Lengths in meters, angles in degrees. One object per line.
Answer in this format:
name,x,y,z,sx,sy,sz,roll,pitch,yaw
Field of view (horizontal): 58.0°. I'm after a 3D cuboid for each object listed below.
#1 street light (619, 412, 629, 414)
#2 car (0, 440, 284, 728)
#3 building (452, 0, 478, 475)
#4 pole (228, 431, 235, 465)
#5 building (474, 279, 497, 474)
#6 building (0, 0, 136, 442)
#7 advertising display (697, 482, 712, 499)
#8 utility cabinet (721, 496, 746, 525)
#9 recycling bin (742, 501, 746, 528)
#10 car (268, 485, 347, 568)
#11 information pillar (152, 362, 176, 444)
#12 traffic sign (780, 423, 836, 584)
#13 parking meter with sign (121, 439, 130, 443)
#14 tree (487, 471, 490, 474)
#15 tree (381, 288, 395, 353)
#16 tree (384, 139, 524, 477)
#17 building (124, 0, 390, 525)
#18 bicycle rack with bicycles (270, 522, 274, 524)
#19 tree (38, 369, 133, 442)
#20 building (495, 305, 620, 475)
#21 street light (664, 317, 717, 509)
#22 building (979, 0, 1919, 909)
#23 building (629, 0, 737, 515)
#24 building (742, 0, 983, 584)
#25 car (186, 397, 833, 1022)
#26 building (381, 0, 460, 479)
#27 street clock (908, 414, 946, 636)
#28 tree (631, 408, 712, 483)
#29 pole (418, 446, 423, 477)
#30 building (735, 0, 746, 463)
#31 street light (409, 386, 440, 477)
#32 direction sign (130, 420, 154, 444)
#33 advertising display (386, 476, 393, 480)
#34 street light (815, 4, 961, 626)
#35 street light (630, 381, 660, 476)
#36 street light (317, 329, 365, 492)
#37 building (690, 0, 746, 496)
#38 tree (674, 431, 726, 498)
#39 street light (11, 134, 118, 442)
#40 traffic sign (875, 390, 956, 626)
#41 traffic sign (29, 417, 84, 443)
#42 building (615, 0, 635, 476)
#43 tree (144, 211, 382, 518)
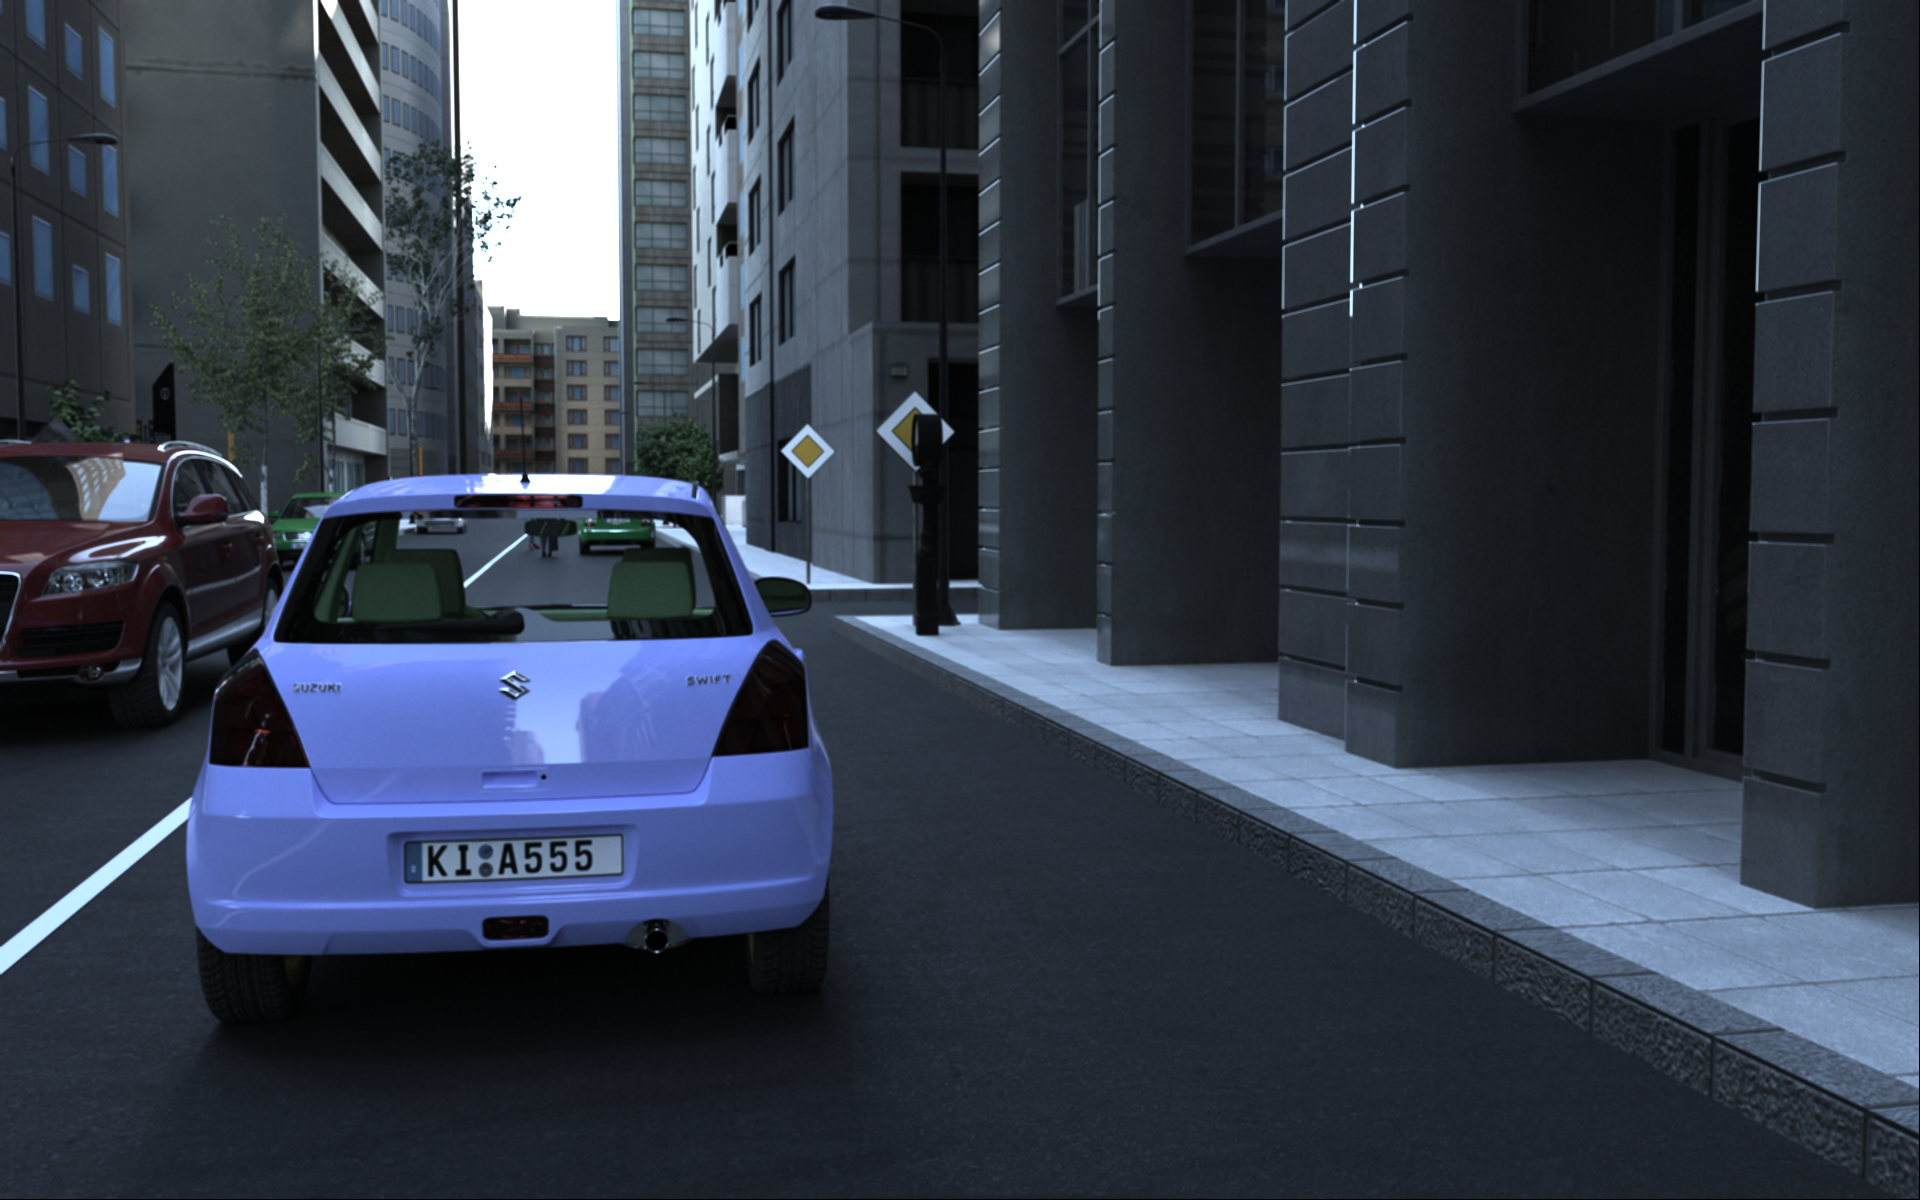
street light,-18.536,-7.670,97.942,1.470,5.913,1.316,-1,4,-12
car,-6.172,-0.211,12.118,2.281,1.827,5.304,-1,4,-11
building,-43.791,-29.285,128.921,14.600,45.320,14.200,-1,4,-12
pole,-23.683,-3.824,56.370,0.158,3.312,0.155,0,3,0
building,-57.090,-18.881,153.751,28.899,21.520,27.650,-1,4,-12
building,-24.988,-23.355,31.973,14.600,45.320,14.200,-1,4,-12
advertising display,-10.626,-4.015,70.854,0.974,1.923,0.123,-1,4,-14
utility cabinet,-9.329,-3.681,71.340,1.020,1.237,0.306,-3,5,-41
recycling bin,-7.917,-3.310,66.668,0.722,1.027,0.722,1,4,17
car,-12.554,-1.563,34.356,1.959,1.807,4.718,-1,4,-11
information pillar,-14.187,-2.422,30.951,0.504,3.616,0.183,2,4,26
traffic sign,-2.163,-1.284,24.629,0.795,2.450,0.064,-1,4,-12
parking meter with sign,-26.923,-3.597,55.074,1.738,3.016,0.543,2,4,28
tree,-38.657,-9.044,142.462,1.663,3.219,1.824,0,3,0
tree,-19.387,-6.253,52.592,4.737,8.622,4.395,0,3,0
tree,-28.494,-14.093,86.304,12.611,20.169,13.585,0,3,0
building,-33.836,-26.945,64.252,21.300,48.544,21.600,-1,4,-12
bicycle rack with bicycles,-17.500,-1.670,40.686,2.925,0.926,2.852,-2,4,-29
tree,-13.684,-1.959,26.639,1.663,3.219,1.824,0,3,0
building,-49.964,-21.121,190.370,28.899,21.520,27.650,-1,4,-12
street light,-7.037,-4.475,45.712,1.470,5.913,1.316,-1,4,-12
building,8.614,-13.797,3.068,11.434,29.767,29.804,-1,4,-12
building,-14.134,-26.192,111.837,14.154,41.232,14.086,-1,4,-12
building,6.626,-36.479,34.678,20.611,71.187,20.563,-1,4,-12
car,-1.453,0.213,6.111,1.945,1.707,3.694,-1,4,-11
building,-43.008,-34.528,106.534,21.231,58.520,28.212,-1,4,-12
street clock,-0.299,-0.683,15.737,0.358,2.002,0.471,-1,4,-9
tree,-10.881,-5.044,66.184,4.285,4.588,4.351,0,3,0
pole,-23.042,-4.902,73.986,0.158,3.312,0.155,0,3,0
building,0.327,-24.799,55.579,14.600,45.320,14.200,-1,4,-12
street light,-23.102,-6.248,74.697,1.470,5.913,1.316,-1,4,-12
direction sign,-24.992,-3.744,53.218,0.876,3.537,0.379,-1,4,-18
advertising display,-19.953,-3.389,60.631,0.123,1.923,0.974,-1,4,-13
street light,-0.691,-2.703,16.727,1.470,5.913,1.316,-1,4,-12
street light,-12.732,-6.059,71.599,1.470,5.913,1.316,-1,4,-12
street light,-17.443,-4.663,48.778,1.470,5.913,1.316,-1,4,-12
building,-22.727,-37.161,196.824,27.495,52.752,28.713,-1,4,-12
tree,-7.631,-3.564,52.865,1.663,3.219,1.824,0,3,0
street light,-11.567,-3.049,22.393,1.470,5.913,1.316,-1,4,-12
traffic sign,-0.438,-0.807,16.831,0.795,2.450,0.064,-1,4,-12
traffic sign,-11.731,-1.156,22.540,0.795,2.450,0.064,-1,4,-12
building,-20.971,-37.788,159.826,21.231,58.520,28.212,-1,4,-12
tree,-18.192,-5.756,44.476,4.737,8.622,4.395,0,3,0
